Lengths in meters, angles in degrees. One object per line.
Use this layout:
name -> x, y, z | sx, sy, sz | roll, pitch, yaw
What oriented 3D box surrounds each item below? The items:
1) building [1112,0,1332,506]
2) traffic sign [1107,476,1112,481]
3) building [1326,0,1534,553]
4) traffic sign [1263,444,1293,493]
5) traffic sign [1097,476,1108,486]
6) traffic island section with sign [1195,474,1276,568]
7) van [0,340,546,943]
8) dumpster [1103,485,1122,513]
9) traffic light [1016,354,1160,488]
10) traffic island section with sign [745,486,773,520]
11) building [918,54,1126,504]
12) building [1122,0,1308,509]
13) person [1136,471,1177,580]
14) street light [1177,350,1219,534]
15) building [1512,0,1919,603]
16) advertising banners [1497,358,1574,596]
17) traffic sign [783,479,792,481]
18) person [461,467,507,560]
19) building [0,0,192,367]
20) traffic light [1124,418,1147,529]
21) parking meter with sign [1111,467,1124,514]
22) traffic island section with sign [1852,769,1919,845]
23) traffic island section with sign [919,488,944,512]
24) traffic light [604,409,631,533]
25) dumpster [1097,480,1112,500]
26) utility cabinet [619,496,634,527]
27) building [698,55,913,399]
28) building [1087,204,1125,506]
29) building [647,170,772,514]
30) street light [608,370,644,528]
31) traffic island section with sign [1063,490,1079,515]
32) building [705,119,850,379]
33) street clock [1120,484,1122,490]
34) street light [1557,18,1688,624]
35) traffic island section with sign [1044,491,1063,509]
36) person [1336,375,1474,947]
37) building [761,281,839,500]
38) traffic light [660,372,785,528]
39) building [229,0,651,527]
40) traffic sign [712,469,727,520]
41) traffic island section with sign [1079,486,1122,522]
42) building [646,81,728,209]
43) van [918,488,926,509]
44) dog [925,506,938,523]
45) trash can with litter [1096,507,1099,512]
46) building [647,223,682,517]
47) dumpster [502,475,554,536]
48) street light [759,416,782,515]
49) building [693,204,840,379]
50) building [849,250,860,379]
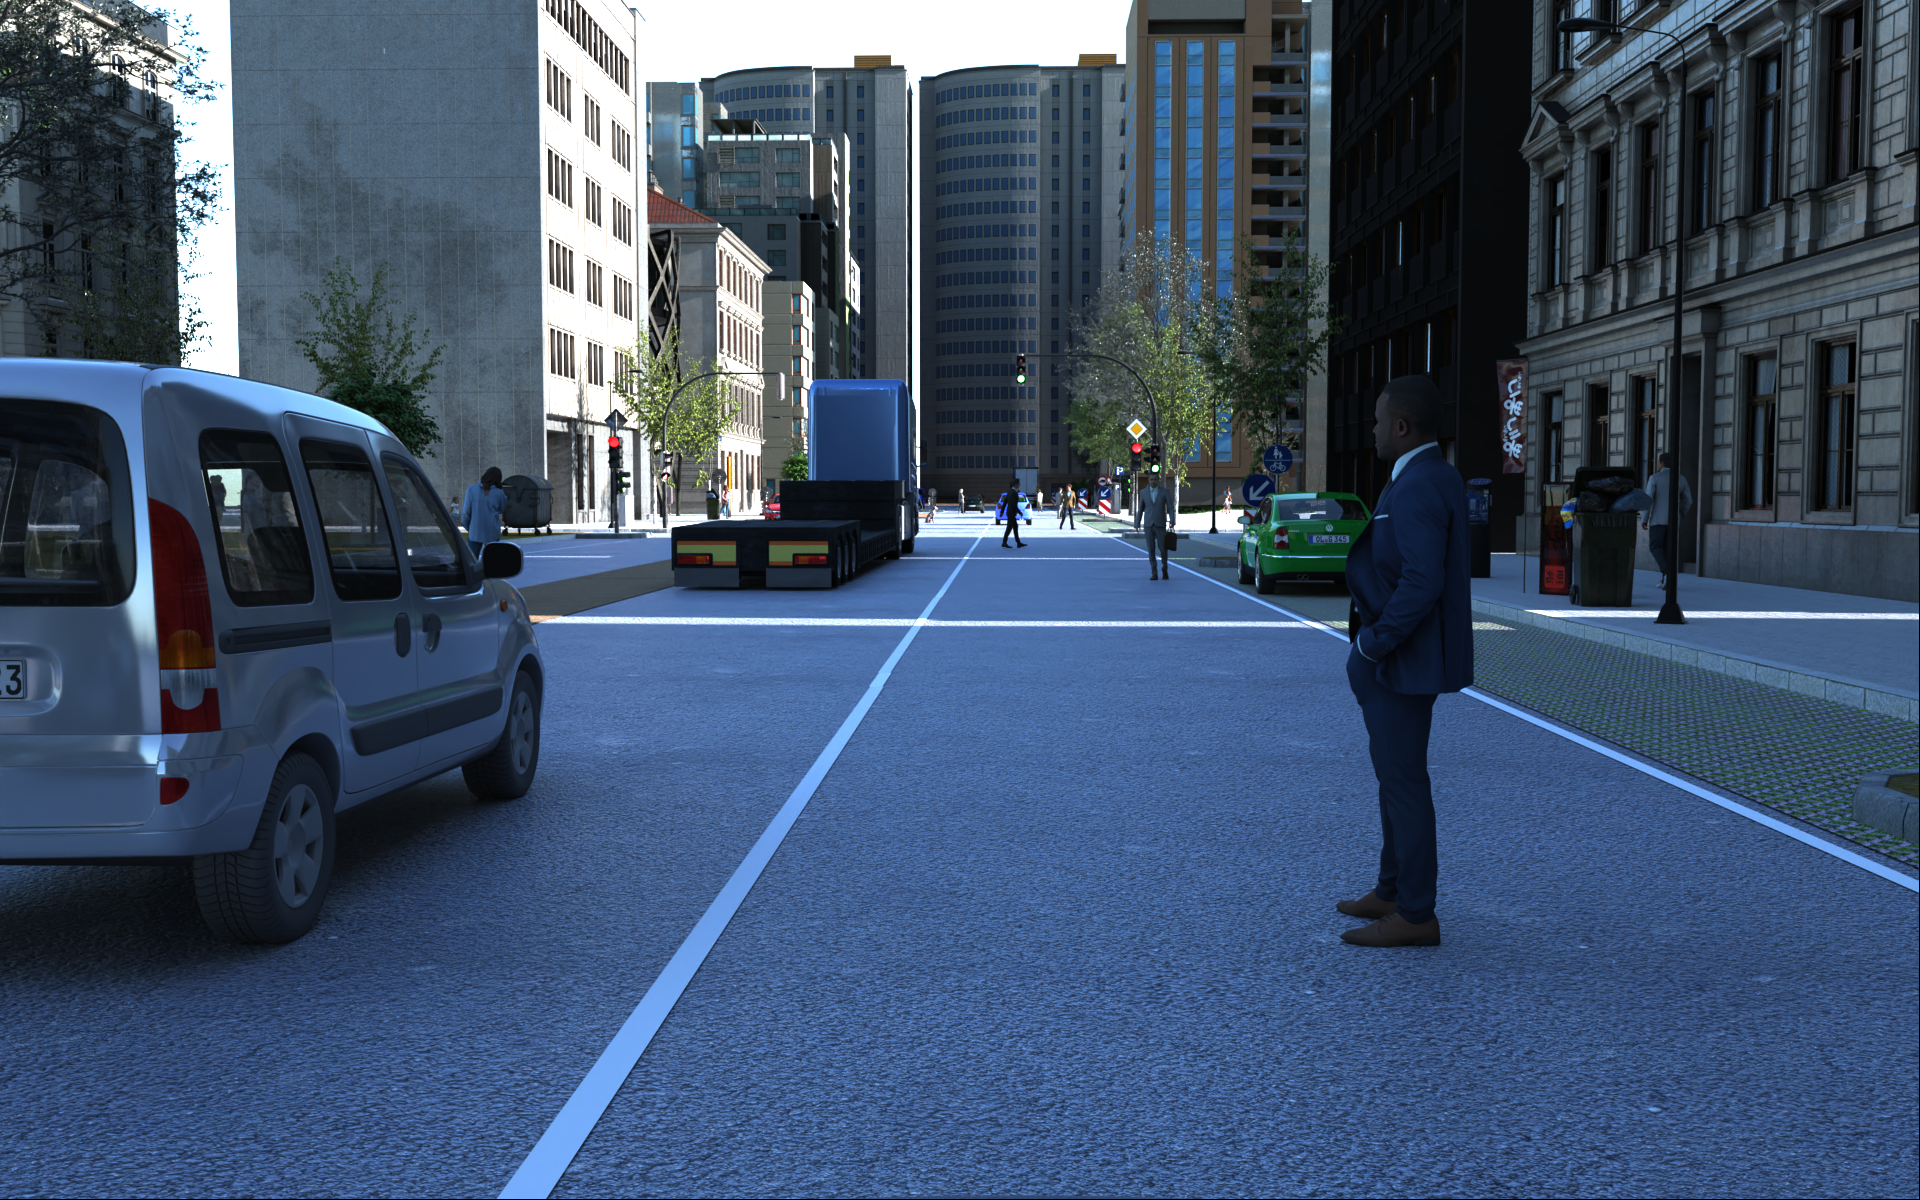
building -> 27.394, -33.800, 172.245 | 23.786, 49.044, 30.456 | 0, 4, 2
traffic sign -> 10.636, -7.575, 123.858 | 0.884, 2.594, 0.081 | 0, 4, 3
building -> 17.221, -13.158, 44.814 | 12.332, 23.373, 15.834 | 0, 4, 2
traffic sign -> 8.164, -2.719, 44.558 | 0.768, 2.556, 0.104 | 0, 4, 5
traffic sign -> 9.868, -7.336, 120.046 | 0.768, 2.556, 0.104 | 1, 4, 10
traffic island section with sign -> 5.692, -1.566, 34.234 | 1.989, 1.847, 2.006 | 0, 4, 2
van -> -2.900, 0.006, 6.907 | 2.013, 2.044, 4.112 | 0, 4, 1
dumpster -> 10.184, -6.717, 115.587 | 1.264, 1.857, 1.865 | 0, 4, 2
traffic light -> 4.197, -4.990, 56.255 | 4.771, 5.953, 1.251 | 0, 4, 2
traffic island section with sign -> -10.012, -4.948, 89.533 | 1.989, 1.847, 2.006 | 0, 4, 2
building -> 8.701, -42.429, 235.709 | 28.212, 58.520, 21.231 | 0, 4, 2
building -> 21.655, -30.588, 150.230 | 14.600, 45.320, 14.200 | 0, 4, 2
person -> 3.273, -1.239, 28.881 | 0.709, 1.813, 0.853 | 1, 4, 11
street light -> 7.707, -5.114, 56.153 | 1.470, 5.913, 1.316 | 0, 4, 2
building -> 16.179, -9.920, 26.815 | 10.561, 19.102, 19.286 | 0, 4, 2
advertising banners -> 7.583, -1.573, 21.902 | 0.090, 3.025, 2.074 | -2, 4, -32
traffic sign -> -11.411, -6.861, 114.299 | 0.606, 2.300, 0.079 | 0, 4, 6
person -> -6.245, -0.850, 22.662 | 0.793, 1.790, 0.793 | 2, 4, 30
building -> -59.819, -18.397, 77.205 | 44.131, 29.872, 17.030 | 0, 4, 2
traffic light -> 6.524, -4.611, 64.317 | 0.839, 4.253, 0.868 | 0, 4, 2
parking meter with sign -> 9.972, -6.984, 110.448 | 0.543, 3.016, 1.738 | -1, 4, -9
traffic island section with sign -> 4.889, 0.095, 7.081 | 1.989, 1.847, 2.006 | 0, 4, 2
traffic island section with sign -> -2.265, -8.036, 139.519 | 2.006, 1.907, 1.989 | 0, 4, 2
traffic light -> -11.264, -4.154, 56.832 | 0.839, 4.253, 0.868 | 0, 4, 2
dumpster -> 10.197, -7.111, 118.761 | 1.502, 2.255, 1.985 | 0, 4, 2
utility cabinet -> -13.186, -3.504, 68.456 | 0.306, 1.237, 1.020 | 0, 4, 8
building -> -20.660, -42.475, 236.463 | 28.212, 58.520, 21.231 | 0, 4, 2
building -> 31.100, -31.053, 199.591 | 32.217, 40.220, 23.993 | 0, 4, 2
building -> -20.219, -17.387, 120.436 | 11.583, 22.565, 21.152 | 0, 4, 2
street light -> -12.499, -5.640, 64.748 | 1.470, 5.913, 1.316 | 0, 4, 2
traffic island section with sign -> 8.086, -6.573, 116.093 | 1.989, 1.847, 2.006 | 0, 4, 2
building -> -19.739, -31.015, 190.691 | 14.154, 41.232, 14.086 | 0, 4, 2
street clock -> 10.254, -6.595, 112.406 | 0.358, 2.002, 0.471 | -3, 4, -38
street light -> 6.524, -2.723, 17.055 | 1.470, 5.913, 1.316 | 0, 4, 2
traffic island section with sign -> 10.349, -11.316, 193.650 | 1.989, 1.847, 2.006 | 0, 4, 2
person -> 1.430, 0.192, 5.542 | 0.419, 1.800, 0.721 | 1, 4, 12
building -> -26.099, -18.998, 155.655 | 27.650, 21.520, 28.899 | 0, 4, 2
traffic light -> -8.936, -5.512, 64.788 | 4.771, 5.953, 1.251 | 0, 4, 2
building -> -21.946, -15.849, 77.151 | 12.078, 24.808, 19.932 | 0, 4, 2
traffic sign -> -12.126, -5.327, 87.198 | 0.768, 2.556, 0.104 | 0, 4, 4
traffic island section with sign -> 7.289, -4.917, 89.018 | 1.989, 1.847, 2.006 | 0, 4, 2
building -> -41.548, -35.605, 201.753 | 30.456, 49.044, 23.786 | 0, 4, 2
van -> -4.472, -10.134, 170.073 | 2.240, 2.365, 5.245 | 0, 4, 2
dog -> -1.545, -4.247, 86.274 | 0.800, 0.831, 0.513 | 2, 4, 34
trash can with litter -> 10.342, -6.968, 125.314 | 0.624, 1.170, 1.055 | 3, 4, 38
building -> -24.253, -13.986, 96.123 | 16.820, 18.784, 16.811 | 0, 4, 2
dumpster -> -13.458, -2.938, 53.798 | 1.264, 1.857, 1.865 | 0, 4, 1
street light -> -11.348, -8.021, 103.691 | 1.470, 5.913, 1.316 | 0, 4, 2
building -> -19.906, -24.786, 176.948 | 14.160, 30.474, 14.107 | 0, 4, 2
building -> -19.143, -26.575, 206.205 | 14.107, 30.474, 14.160 | 0, 4, 2
